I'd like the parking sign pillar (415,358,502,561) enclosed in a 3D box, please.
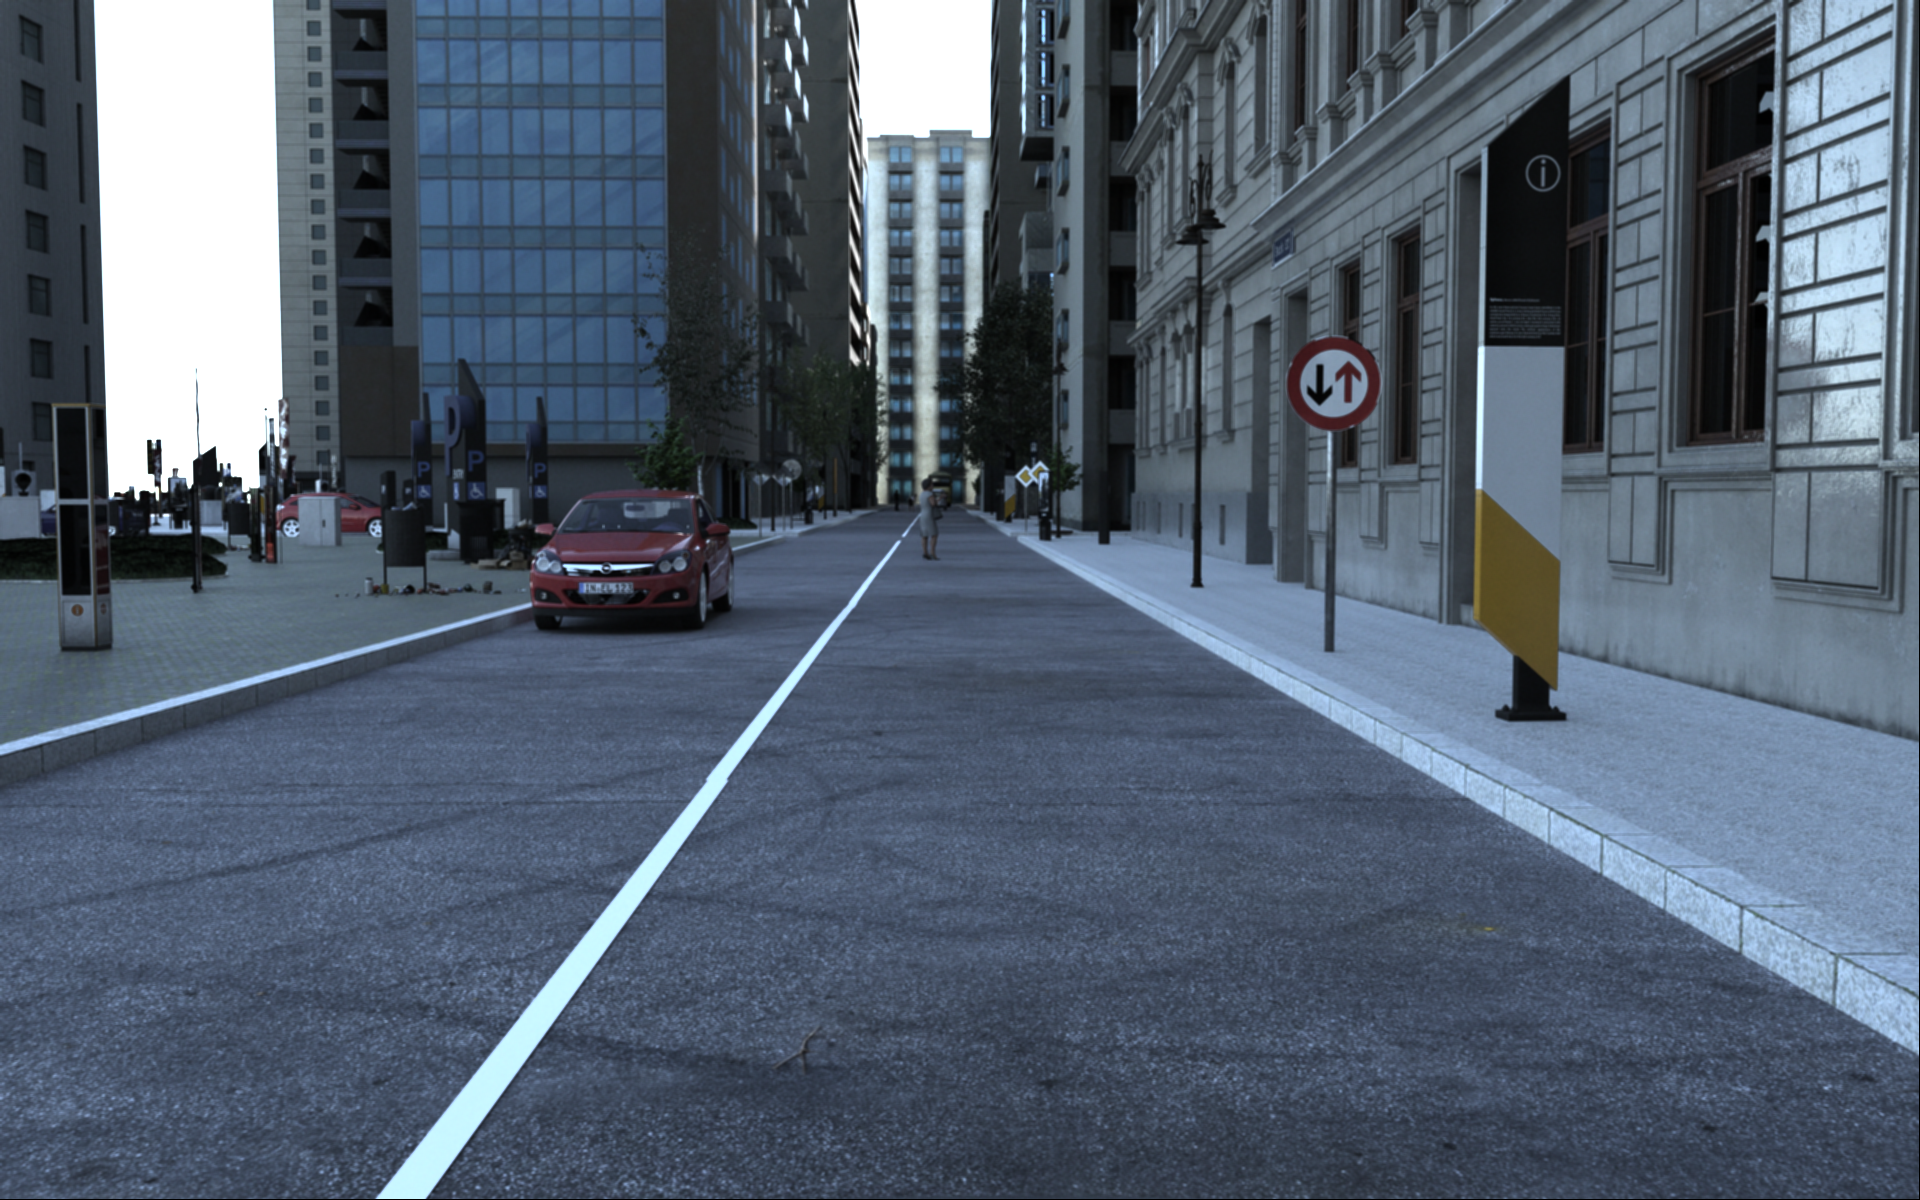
[{"bbox_3d":[-9.680,-2.780,33.930,1.447,3.967,1.447,-2,4,-32],"label":"parking sign pillar"}]

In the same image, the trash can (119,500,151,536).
[{"bbox_3d":[-20.935,-1.978,43.988,0.748,1.137,0.748,0,3,0],"label":"trash can"}]

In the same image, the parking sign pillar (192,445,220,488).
[{"bbox_3d":[-41.040,-6.470,94.263,1.447,3.967,1.447,0,4,-5],"label":"parking sign pillar"}]

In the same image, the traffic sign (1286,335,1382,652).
[{"bbox_3d":[3.007,-0.851,14.022,0.768,2.556,0.104,0,4,2],"label":"traffic sign"}]

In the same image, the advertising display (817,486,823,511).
[{"bbox_3d":[-10.645,-7.756,132.029,0.974,1.923,0.123,3,5,39],"label":"advertising display"}]

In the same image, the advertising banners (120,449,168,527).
[{"bbox_3d":[-31.307,-4.298,66.454,0.090,3.025,2.074,1,4,18],"label":"advertising banners"}]

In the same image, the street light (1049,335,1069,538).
[{"bbox_3d":[2.874,-4.750,50.458,0.468,5.910,1.993,0,4,-1],"label":"street light"}]

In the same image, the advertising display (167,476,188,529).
[{"bbox_3d":[-28.885,-3.593,63.961,0.123,1.923,0.974,1,4,14],"label":"advertising display"}]

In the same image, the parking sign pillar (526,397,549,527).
[{"bbox_3d":[-11.556,-3.603,47.388,1.447,3.967,1.447,-1,4,-19],"label":"parking sign pillar"}]

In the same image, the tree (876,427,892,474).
[{"bbox_3d":[-9.396,-14.582,188.781,4.360,8.622,3.978,0,3,0],"label":"tree"}]

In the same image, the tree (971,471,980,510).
[{"bbox_3d":[1.605,-9.073,142.936,1.663,3.219,1.824,0,3,0],"label":"tree"}]

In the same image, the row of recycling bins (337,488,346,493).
[{"bbox_3d":[-39.374,-6.361,111.122,1.069,1.692,3.534,-1,4,-11],"label":"row of recycling bins"}]

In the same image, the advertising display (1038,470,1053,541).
[{"bbox_3d":[2.352,-2.600,47.719,0.123,1.923,0.974,-1,4,-15],"label":"advertising display"}]

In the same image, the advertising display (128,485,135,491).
[{"bbox_3d":[-60.396,-7.408,126.328,0.123,1.923,0.974,0,4,-4],"label":"advertising display"}]

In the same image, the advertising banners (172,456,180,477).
[{"bbox_3d":[-35.247,-5.007,78.055,0.090,3.025,2.074,-2,4,-27],"label":"advertising banners"}]

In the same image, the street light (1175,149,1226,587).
[{"bbox_3d":[3.271,-3.115,23.718,0.468,5.910,1.993,0,4,-1],"label":"street light"}]

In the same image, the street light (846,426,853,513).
[{"bbox_3d":[-7.302,-8.725,115.446,0.468,5.910,1.993,0,4,-1],"label":"street light"}]

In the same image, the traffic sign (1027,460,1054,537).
[{"bbox_3d":[2.376,-2.922,51.425,0.795,2.450,0.064,0,4,-1],"label":"traffic sign"}]

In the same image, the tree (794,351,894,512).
[{"bbox_3d":[-8.361,-12.260,126.200,9.928,11.665,9.643,0,3,0],"label":"tree"}]

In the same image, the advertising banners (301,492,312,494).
[{"bbox_3d":[-40.318,-6.706,105.823,2.074,3.025,0.090,2,4,25],"label":"advertising banners"}]

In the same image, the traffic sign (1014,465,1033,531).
[{"bbox_3d":[2.263,-3.411,59.409,0.795,2.450,0.064,0,4,-1],"label":"traffic sign"}]

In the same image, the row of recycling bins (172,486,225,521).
[{"bbox_3d":[-36.928,-4.728,84.420,3.534,1.692,1.069,1,4,20],"label":"row of recycling bins"}]

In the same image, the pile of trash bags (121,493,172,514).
[{"bbox_3d":[-51.948,-6.140,110.140,1.912,1.369,3.447,2,4,28],"label":"pile of trash bags"}]

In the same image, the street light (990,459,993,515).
[{"bbox_3d":[1.975,-8.211,107.031,0.468,5.910,1.993,0,4,-1],"label":"street light"}]

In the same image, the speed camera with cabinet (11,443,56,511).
[{"bbox_3d":[-35.365,-4.427,66.725,2.038,3.252,0.660,0,4,-1],"label":"speed camera with cabinet"}]

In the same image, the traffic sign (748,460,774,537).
[{"bbox_3d":[-5.917,-2.917,51.328,0.795,2.450,0.064,0,4,-1],"label":"traffic sign"}]

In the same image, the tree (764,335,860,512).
[{"bbox_3d":[-6.944,-7.981,80.846,4.737,8.622,4.395,0,3,0],"label":"tree"}]

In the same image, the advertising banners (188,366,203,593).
[{"bbox_3d":[-10.255,-1.656,23.256,0.090,3.025,2.074,-1,4,-20],"label":"advertising banners"}]

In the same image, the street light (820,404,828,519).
[{"bbox_3d":[-6.863,-7.047,88.004,0.468,5.910,1.993,0,4,-1],"label":"street light"}]

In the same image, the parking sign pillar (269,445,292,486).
[{"bbox_3d":[-34.568,-6.098,88.172,1.447,3.967,1.447,1,4,14],"label":"parking sign pillar"}]

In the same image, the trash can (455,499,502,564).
[{"bbox_3d":[-8.879,-1.233,31.806,0.748,1.137,0.748,0,3,0],"label":"trash can"}]

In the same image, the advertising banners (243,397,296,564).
[{"bbox_3d":[-12.829,-2.199,32.147,0.090,3.025,2.074,-3,5,-42],"label":"advertising banners"}]

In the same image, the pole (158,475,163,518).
[{"bbox_3d":[-42.988,-6.068,93.047,0.158,3.312,0.155,0,3,0],"label":"pole"}]

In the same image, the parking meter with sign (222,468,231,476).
[{"bbox_3d":[-49.161,-7.350,116.434,0.543,3.016,1.738,-2,4,-29],"label":"parking meter with sign"}]

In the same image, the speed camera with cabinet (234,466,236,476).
[{"bbox_3d":[-51.806,-7.811,122.048,2.038,3.252,0.660,0,4,-4],"label":"speed camera with cabinet"}]

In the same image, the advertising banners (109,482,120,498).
[{"bbox_3d":[-48.614,-6.346,99.947,0.090,3.025,2.074,2,4,28],"label":"advertising banners"}]

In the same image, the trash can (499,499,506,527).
[{"bbox_3d":[-13.864,-2.438,51.518,0.748,1.137,0.748,0,3,0],"label":"trash can"}]

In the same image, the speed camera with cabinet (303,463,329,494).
[{"bbox_3d":[-41.614,-7.159,111.385,0.660,3.252,2.038,3,5,40],"label":"speed camera with cabinet"}]

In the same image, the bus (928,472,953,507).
[{"bbox_3d":[-2.216,-12.208,191.143,2.896,3.916,12.252,0,4,0],"label":"bus"}]

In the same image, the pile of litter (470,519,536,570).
[{"bbox_3d":[-7.688,-0.957,29.607,1.176,0.858,1.719,-2,4,-35],"label":"pile of litter"}]

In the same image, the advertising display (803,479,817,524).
[{"bbox_3d":[-6.417,-4.173,73.439,0.123,1.923,0.974,1,4,16],"label":"advertising display"}]

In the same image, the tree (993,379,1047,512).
[{"bbox_3d":[3.010,-9.087,98.929,4.360,8.622,3.978,0,3,0],"label":"tree"}]

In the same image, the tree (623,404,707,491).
[{"bbox_3d":[-6.237,-2.618,37.402,1.663,3.219,1.824,0,3,0],"label":"tree"}]

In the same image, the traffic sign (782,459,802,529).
[{"bbox_3d":[-6.194,-3.885,63.621,0.768,2.556,0.104,0,4,3],"label":"traffic sign"}]

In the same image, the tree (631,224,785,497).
[{"bbox_3d":[-6.987,-5.914,47.062,4.360,8.622,3.978,0,3,0],"label":"tree"}]

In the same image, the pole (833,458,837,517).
[{"bbox_3d":[-7.046,-6.348,97.640,0.158,3.312,0.155,0,3,0],"label":"pole"}]

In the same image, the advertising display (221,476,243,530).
[{"bbox_3d":[-26.027,-3.472,61.982,0.123,1.923,0.974,1,4,17],"label":"advertising display"}]

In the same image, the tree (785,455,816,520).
[{"bbox_3d":[-7.840,-5.537,85.135,1.663,3.219,1.824,0,3,0],"label":"tree"}]

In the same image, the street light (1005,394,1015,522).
[{"bbox_3d":[2.337,-6.575,80.291,0.468,5.910,1.993,0,4,-1],"label":"street light"}]

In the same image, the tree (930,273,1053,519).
[{"bbox_3d":[3.249,-10.575,89.912,9.611,12.733,9.660,0,3,0],"label":"tree"}]

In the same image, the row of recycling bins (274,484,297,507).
[{"bbox_3d":[-28.038,-3.957,71.815,1.069,1.692,3.534,-1,4,-17],"label":"row of recycling bins"}]

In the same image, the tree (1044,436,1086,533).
[{"bbox_3d":[3.307,-3.877,57.985,1.663,3.219,1.824,0,3,0],"label":"tree"}]

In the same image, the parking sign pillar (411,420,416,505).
[{"bbox_3d":[-14.082,-3.481,45.388,1.447,3.967,1.447,-1,4,-19],"label":"parking sign pillar"}]

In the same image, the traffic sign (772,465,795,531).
[{"bbox_3d":[-6.031,-3.405,59.312,0.795,2.450,0.064,0,4,-1],"label":"traffic sign"}]

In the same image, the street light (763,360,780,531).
[{"bbox_3d":[-6.481,-5.324,59.842,0.468,5.910,1.993,0,4,-1],"label":"street light"}]

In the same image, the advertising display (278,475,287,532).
[{"bbox_3d":[-22.997,-3.278,58.813,0.123,1.923,0.974,-2,4,-31],"label":"advertising display"}]
